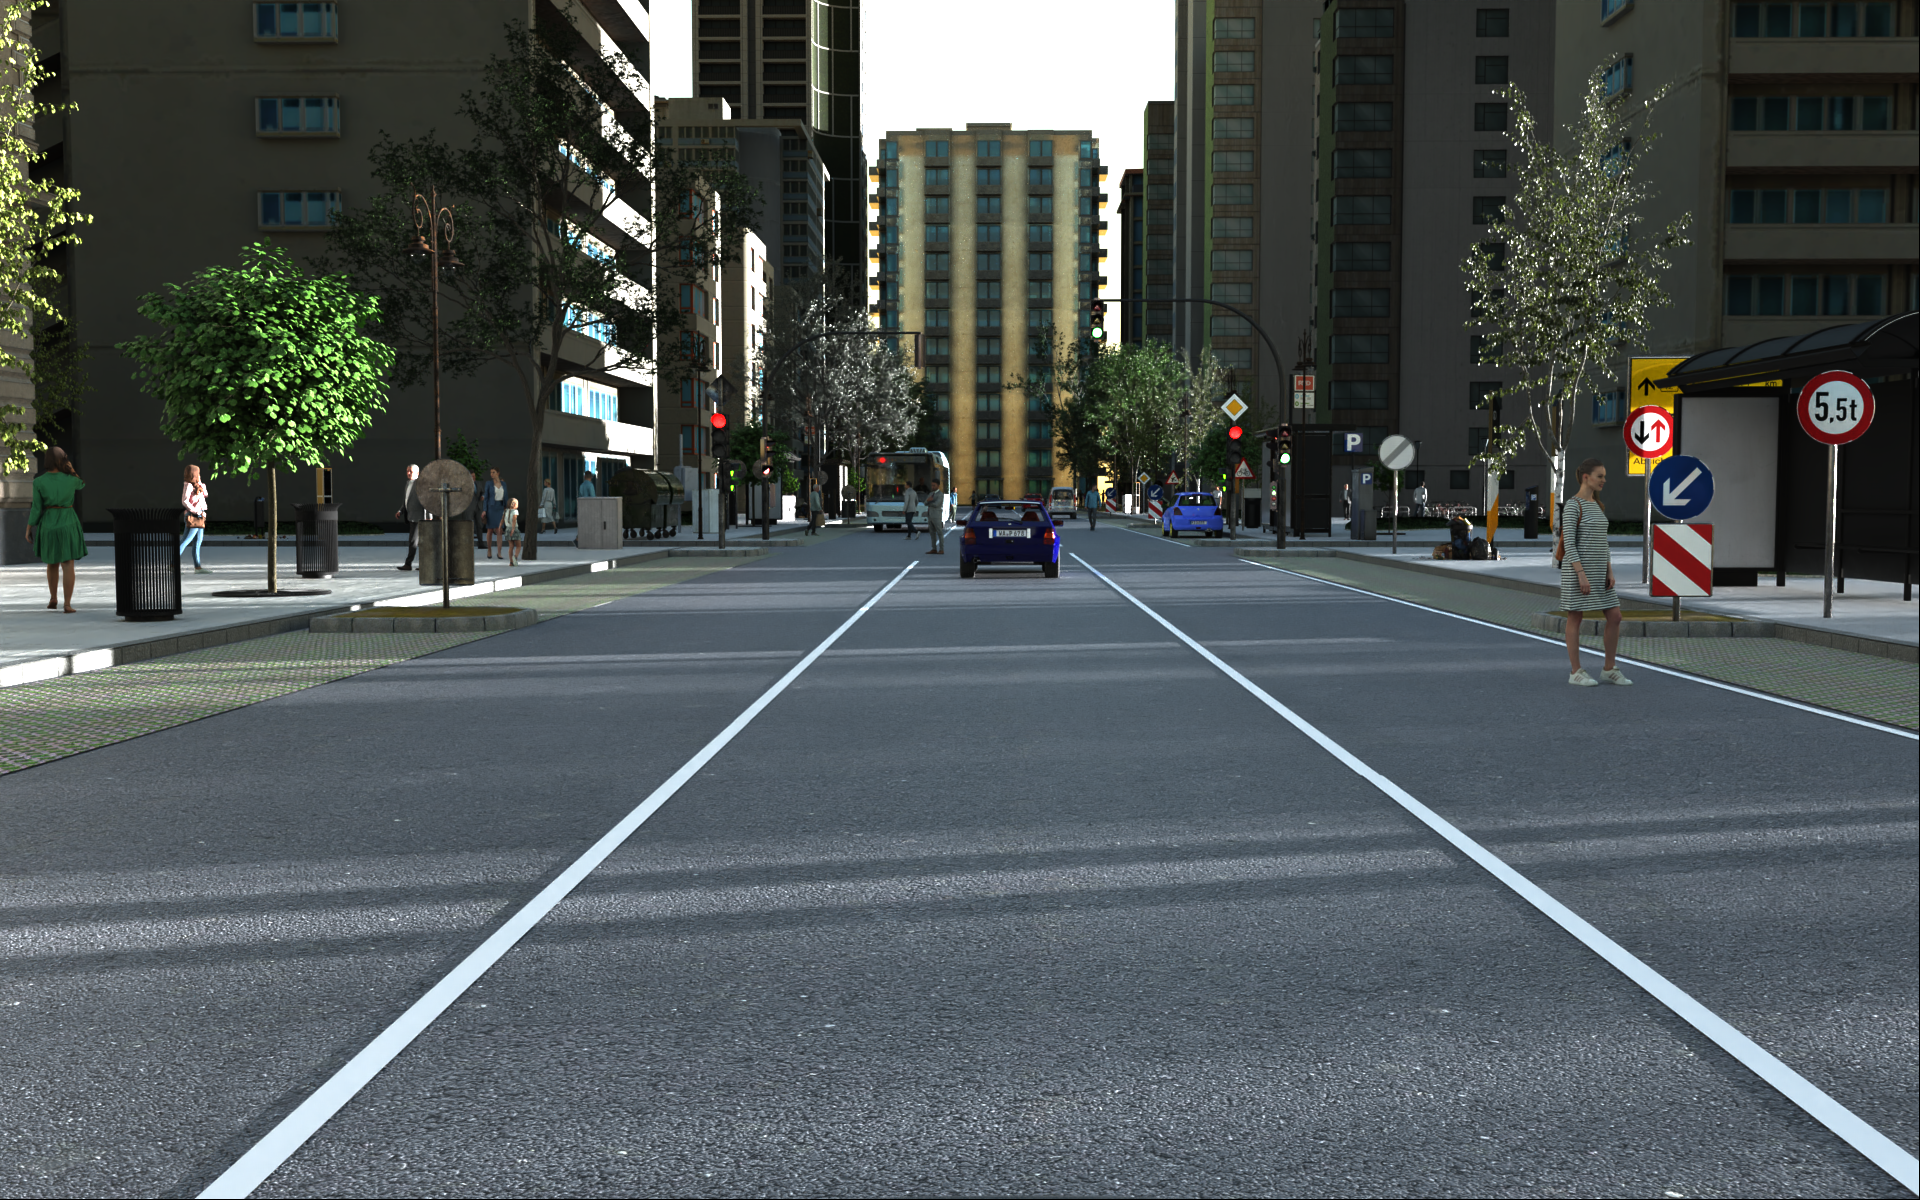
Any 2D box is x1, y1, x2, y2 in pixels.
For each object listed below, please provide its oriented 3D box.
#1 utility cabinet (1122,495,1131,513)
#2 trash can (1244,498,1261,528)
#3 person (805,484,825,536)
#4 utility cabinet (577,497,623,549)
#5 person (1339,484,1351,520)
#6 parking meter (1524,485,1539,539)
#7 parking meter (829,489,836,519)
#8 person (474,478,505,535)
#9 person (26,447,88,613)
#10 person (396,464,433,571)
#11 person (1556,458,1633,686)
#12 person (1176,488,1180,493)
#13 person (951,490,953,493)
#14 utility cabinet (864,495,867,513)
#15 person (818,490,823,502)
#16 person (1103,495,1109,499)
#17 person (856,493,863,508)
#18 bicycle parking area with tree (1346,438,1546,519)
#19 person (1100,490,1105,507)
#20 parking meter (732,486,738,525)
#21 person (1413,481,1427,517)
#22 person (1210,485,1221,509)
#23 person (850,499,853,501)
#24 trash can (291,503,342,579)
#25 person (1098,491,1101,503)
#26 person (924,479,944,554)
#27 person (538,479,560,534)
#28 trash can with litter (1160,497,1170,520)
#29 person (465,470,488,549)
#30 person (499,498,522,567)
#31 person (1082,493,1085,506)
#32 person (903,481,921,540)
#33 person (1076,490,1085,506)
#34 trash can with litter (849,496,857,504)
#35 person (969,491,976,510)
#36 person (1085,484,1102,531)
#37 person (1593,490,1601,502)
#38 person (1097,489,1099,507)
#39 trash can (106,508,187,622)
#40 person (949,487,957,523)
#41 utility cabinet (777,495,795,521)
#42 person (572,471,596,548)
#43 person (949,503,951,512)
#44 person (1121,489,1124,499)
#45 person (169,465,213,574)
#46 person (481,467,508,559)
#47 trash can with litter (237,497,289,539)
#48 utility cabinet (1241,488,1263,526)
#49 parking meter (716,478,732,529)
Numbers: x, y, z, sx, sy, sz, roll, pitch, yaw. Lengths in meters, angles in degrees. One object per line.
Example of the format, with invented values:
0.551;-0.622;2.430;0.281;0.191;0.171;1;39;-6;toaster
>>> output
11.443;-6.525;117.843;0.306;1.237;1.020;3;5;43;utility cabinet
10.998;-3.269;65.100;0.748;1.137;0.748;0;3;0;trash can
-4.940;-3.060;59.025;0.515;1.767;0.782;-2;4;-31;person
-8.389;-1.784;40.338;1.020;1.237;0.306;1;4;14;utility cabinet
18.968;-4.808;85.054;0.661;1.777;0.834;1;4;14;person
16.415;-2.529;49.756;0.372;1.533;0.369;0;3;0;parking meter
-6.500;-4.874;88.103;0.372;1.533;0.369;0;3;0;parking meter
-14.752;-2.940;54.334;0.699;1.804;1.509;3;5;41;person
-9.777;-0.763;18.764;0.600;1.795;0.529;-2;4;-33;person
-9.133;-1.372;28.866;0.661;1.777;0.834;2;4;34;person
4.709;-0.213;12.993;0.512;1.701;0.522;-3;4;-36;person
18.817;-8.794;149.833;0.705;1.824;1.348;1;4;11;person
-0.675;-8.992;155.527;0.705;1.824;1.348;-1;4;-12;person
-6.260;-6.553;118.305;0.306;1.237;1.020;-1;4;-19;utility cabinet
-7.921;-5.479;95.969;0.601;1.785;0.444;2;4;25;person
14.477;-9.980;169.893;0.721;1.739;1.217;-2;4;-35;person
-9.487;-9.255;160.619;1.065;1.426;0.557;2;4;35;person
25.543;-6.350;90.825;9.016;4.147;8.231;-1;4;-11;bicycle parking area with tree
14.718;-10.509;178.545;1.217;1.739;0.721;-3;5;-40;person
-9.378;-4.017;71.392;0.399;1.863;0.255;3;5;42;parking meter
20.260;-4.308;76.327;0.795;1.843;0.661;-3;5;-43;person
12.240;-4.663;82.855;0.480;1.755;0.524;1;4;22;person
-6.926;-6.140;110.702;0.394;1.301;0.425;-1;4;-17;person
-9.820;-0.905;26.452;0.748;1.137;0.748;0;3;0;trash can
15.828;-11.736;198.609;1.217;1.739;0.721;0;4;0;person
-0.634;-1.998;41.348;0.511;1.800;0.466;2;4;35;person
-13.287;-3.025;55.860;0.624;1.780;0.694;3;5;41;person
10.408;-4.587;86.378;1.055;1.170;0.624;2;4;27;trash can with litter
-11.253;-2.107;40.292;0.447;1.846;0.655;3;5;40;person
-8.005;-1.202;30.717;0.505;1.210;0.382;2;4;24;person
13.494;-10.828;186.306;0.991;1.433;0.599;-2;4;-32;person
-1.501;-2.816;54.384;0.795;1.843;0.661;2;4;33;person
12.685;-10.687;181.496;1.217;1.735;0.721;-2;4;-31;person
-7.335;-6.323;114.765;1.055;1.170;0.624;2;4;32;trash can with litter
1.117;-8.745;152.274;0.721;1.735;1.217;-2;4;-32;person
5.246;-3.639;67.861;0.638;1.841;0.748;1;4;20;person
21.285;-3.190;58.105;0.656;1.842;0.836;3;5;42;person
13.974;-10.378;175.700;0.705;1.826;1.348;0;4;7;person
-8.241;-0.362;17.578;0.748;1.137;0.748;0;3;0;trash can
-0.349;-4.727;86.131;0.444;1.785;0.601;3;5;42;person
-8.319;-4.345;82.201;1.020;1.237;0.306;-3;4;-36;utility cabinet
-8.905;-2.159;41.211;0.748;1.841;0.638;-2;4;-28;person
-1.026;-7.592;135.824;0.799;1.438;0.628;-3;4;-38;person
15.607;-9.701;165.331;0.721;1.739;1.217;0;4;2;person
-12.355;-1.291;27.736;0.643;1.750;0.593;-1;4;-15;person
-9.176;-1.723;34.233;0.581;1.822;0.654;-1;4;-21;person
-20.001;-2.383;50.019;1.678;1.210;2.233;0;4;-4;trash can with litter
11.655;-3.630;68.032;1.173;1.500;0.318;0;4;7;utility cabinet
-8.672;-3.520;63.257;0.399;1.863;0.255;2;4;26;parking meter
